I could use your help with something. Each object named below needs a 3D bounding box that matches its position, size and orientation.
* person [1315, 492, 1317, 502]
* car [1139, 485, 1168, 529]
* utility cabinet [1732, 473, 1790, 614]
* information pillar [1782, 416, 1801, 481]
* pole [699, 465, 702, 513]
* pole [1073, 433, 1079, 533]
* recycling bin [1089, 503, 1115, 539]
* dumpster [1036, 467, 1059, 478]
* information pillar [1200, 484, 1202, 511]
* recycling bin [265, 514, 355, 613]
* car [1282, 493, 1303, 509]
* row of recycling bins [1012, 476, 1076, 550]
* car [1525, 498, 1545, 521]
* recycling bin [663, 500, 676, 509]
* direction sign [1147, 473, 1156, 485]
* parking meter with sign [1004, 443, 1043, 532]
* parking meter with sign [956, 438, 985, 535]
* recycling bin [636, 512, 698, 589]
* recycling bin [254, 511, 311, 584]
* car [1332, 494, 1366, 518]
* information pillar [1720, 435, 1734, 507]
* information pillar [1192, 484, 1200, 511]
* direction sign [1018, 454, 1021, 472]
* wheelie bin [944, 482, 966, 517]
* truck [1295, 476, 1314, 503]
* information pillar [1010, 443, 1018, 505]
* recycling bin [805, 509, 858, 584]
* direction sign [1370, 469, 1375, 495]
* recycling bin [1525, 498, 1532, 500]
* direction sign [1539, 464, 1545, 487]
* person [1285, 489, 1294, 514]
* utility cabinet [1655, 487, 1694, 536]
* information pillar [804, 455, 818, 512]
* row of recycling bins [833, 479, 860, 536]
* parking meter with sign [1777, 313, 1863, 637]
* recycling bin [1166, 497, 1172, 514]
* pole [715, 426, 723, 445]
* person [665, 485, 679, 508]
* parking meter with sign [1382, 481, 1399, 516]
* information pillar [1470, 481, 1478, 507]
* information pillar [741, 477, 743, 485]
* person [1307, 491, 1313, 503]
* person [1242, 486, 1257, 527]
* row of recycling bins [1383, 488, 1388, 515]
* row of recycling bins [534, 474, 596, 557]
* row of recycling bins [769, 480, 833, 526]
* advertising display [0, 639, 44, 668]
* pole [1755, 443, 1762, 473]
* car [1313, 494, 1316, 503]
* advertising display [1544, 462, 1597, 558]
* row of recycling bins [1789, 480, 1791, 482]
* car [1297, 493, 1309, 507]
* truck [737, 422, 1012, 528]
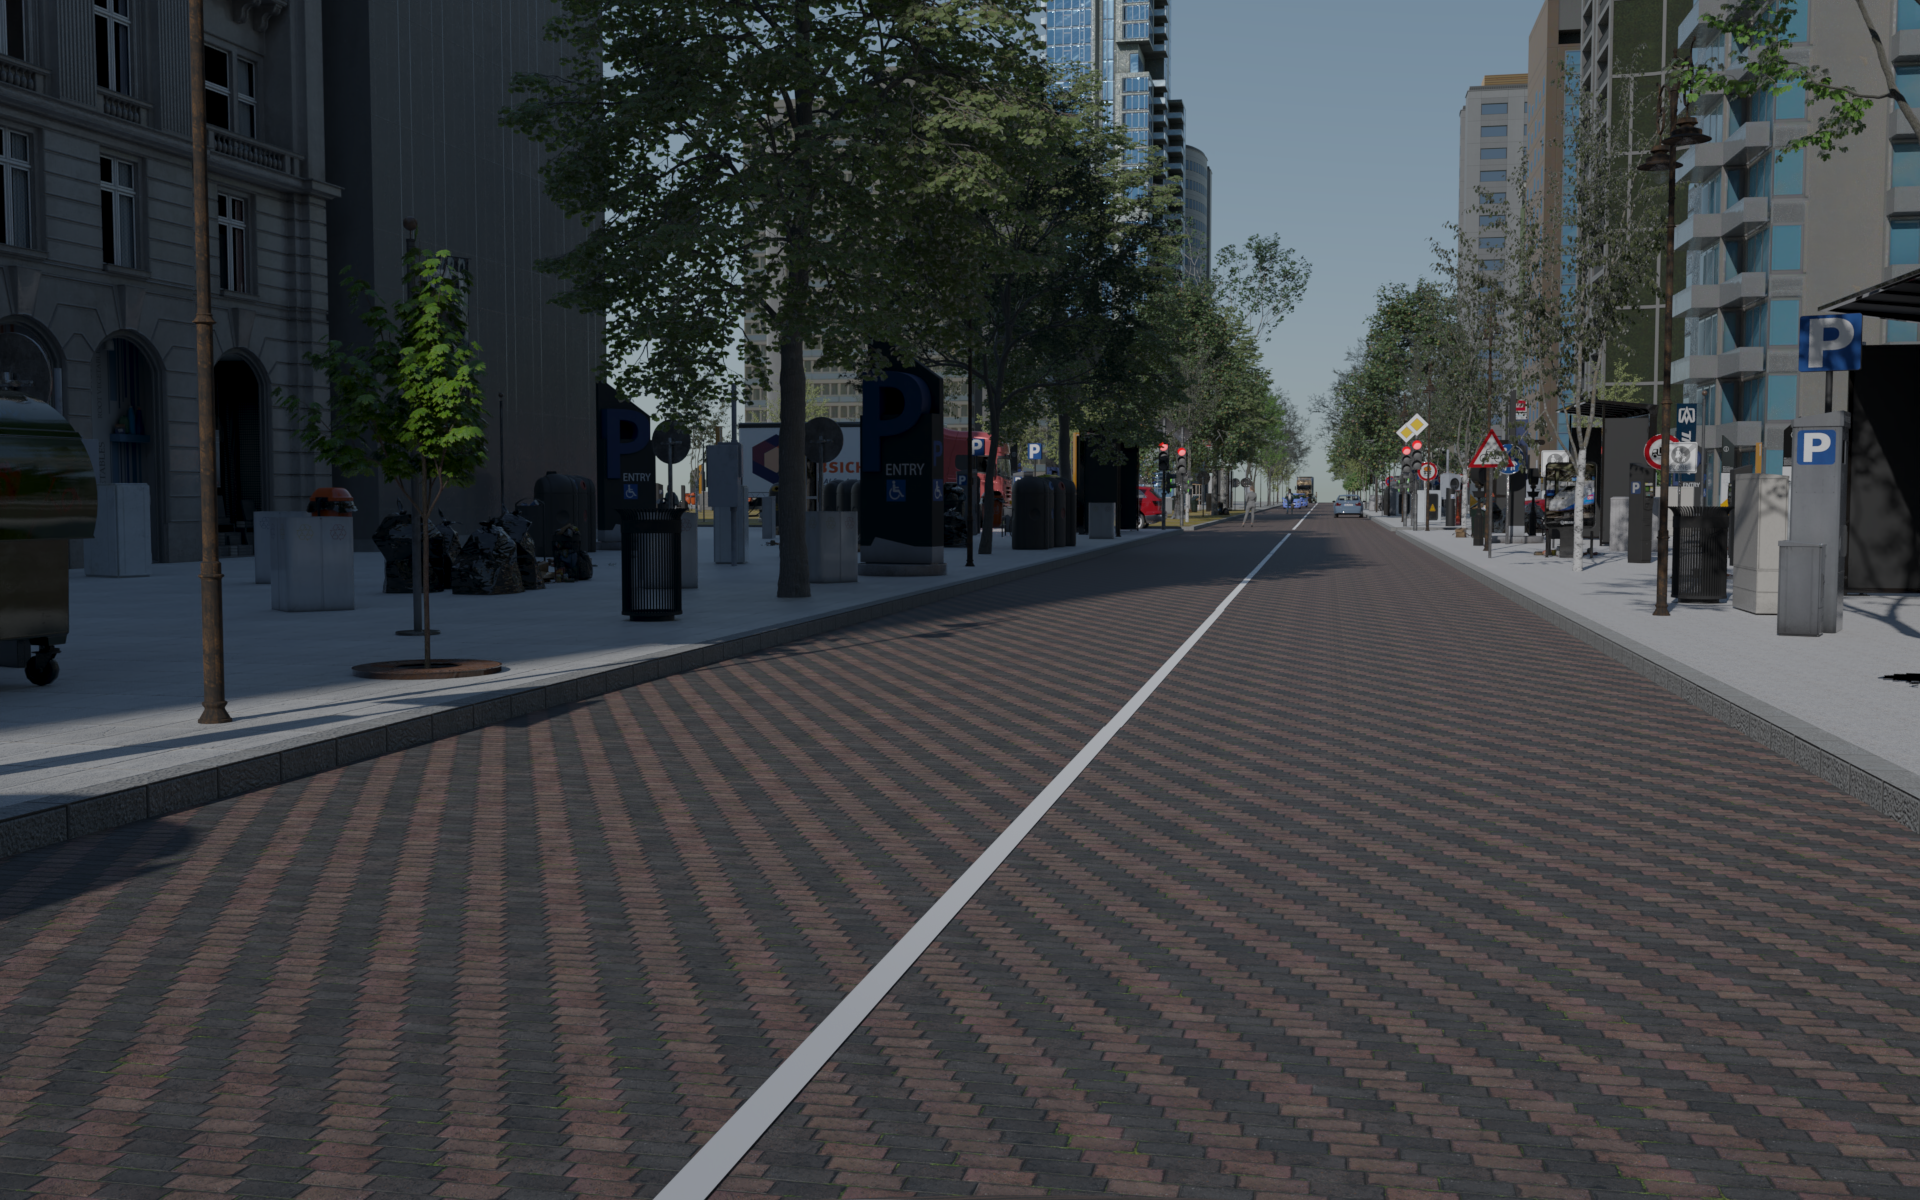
[{"bbox_3d":[61.194,-17.682,297.611,0.705,1.823,1.348,0,4,2],"label":"person"},{"bbox_3d":[5.346,-3.562,66.914,5.304,1.827,2.281,1,4,13],"label":"car"},{"bbox_3d":[8.695,-0.619,18.800,0.318,1.500,1.173,1,4,13],"label":"utility cabinet"},{"bbox_3d":[25.111,-3.728,52.305,0.183,3.616,0.504,-3,5,-42],"label":"information pillar"},{"bbox_3d":[-18.045,-7.740,120.398,0.158,3.312,0.155,0,3,0],"label":"pole"},{"bbox_3d":[3.859,-3.897,57.553,0.158,3.312,0.155,0,3,0],"label":"pole"},{"bbox_3d":[4.093,-2.282,49.862,0.722,1.027,0.722,1,4,9],"label":"recycling bin"},{"bbox_3d":[3.156,-3.673,62.548,1.502,2.255,1.985,1,4,12],"label":"dumpster"},{"bbox_3d":[18.252,-7.810,132.186,0.304,2.012,0.304,-3,5,-43],"label":"information pillar"},{"bbox_3d":[-7.184,-0.406,19.200,0.722,1.027,0.722,-3,4,-37],"label":"recycling bin"},{"bbox_3d":[31.454,-9.444,163.994,1.945,1.707,3.694,1,4,11],"label":"car"},{"bbox_3d":[1.987,-2.093,41.331,1.069,1.692,3.534,1,4,18],"label":"row of recycling bins"},{"bbox_3d":[22.606,-3.331,63.128,5.304,1.827,2.281,1,4,10],"label":"car"},{"bbox_3d":[-16.857,-5.348,99.994,0.722,1.027,0.722,-3,5,-43],"label":"recycling bin"},{"bbox_3d":[15.659,-9.178,142.050,0.876,3.537,0.379,3,4,38],"label":"direction sign"},{"bbox_3d":[2.120,-3.827,58.840,0.543,3.016,1.738,2,4,34],"label":"parking meter with sign"},{"bbox_3d":[0.178,-3.504,53.550,0.543,3.016,1.738,2,4,24],"label":"parking meter with sign"},{"bbox_3d":[-4.015,-0.684,23.735,0.722,1.027,0.722,-1,4,-20],"label":"recycling bin"},{"bbox_3d":[-9.759,-0.764,25.042,0.722,1.027,0.722,-1,4,-12],"label":"recycling bin"},{"bbox_3d":[23.621,-5.702,105.232,2.014,1.417,4.499,1,4,13],"label":"car"},{"bbox_3d":[30.334,-4.719,68.509,0.504,3.616,0.183,0,4,-3],"label":"information pillar"},{"bbox_3d":[17.242,-7.512,127.308,0.304,2.012,0.304,1,4,16],"label":"information pillar"},{"bbox_3d":[3.113,-6.528,98.728,0.876,3.537,0.379,-2,4,-32],"label":"direction sign"},{"bbox_3d":[-0.234,-2.380,46.820,0.693,1.594,0.980,2,4,30],"label":"wheelie bin"},{"bbox_3d":[55.373,-17.684,278.044,2.839,4.237,11.283,1,4,13],"label":"truck"},{"bbox_3d":[2.373,-5.294,77.911,0.504,3.616,0.183,1,4,18],"label":"information pillar"},{"bbox_3d":[-1.976,-0.776,25.247,0.722,1.027,0.722,-3,5,-43],"label":"recycling bin"},{"bbox_3d":[32.944,-8.936,138.092,0.876,3.537,0.379,-3,5,-41],"label":"direction sign"},{"bbox_3d":[36.927,-6.109,112.431,0.722,1.027,0.722,0,3,0],"label":"recycling bin"},{"bbox_3d":[44.577,-8.574,132.187,0.876,3.537,0.379,-1,4,-17],"label":"direction sign"},{"bbox_3d":[23.304,-6.950,122.113,0.794,1.824,0.713,3,4,36],"label":"person"},{"bbox_3d":[21.647,-2.687,52.617,1.173,1.500,0.318,2,4,27],"label":"utility cabinet"},{"bbox_3d":[-2.757,-1.629,31.132,0.304,2.012,0.304,-3,5,-43],"label":"information pillar"},{"bbox_3d":[-1.958,-2.663,50.648,3.534,1.692,1.069,3,4,38],"label":"row of recycling bins"},{"bbox_3d":[8.016,-1.220,16.205,0.543,3.016,1.738,2,4,32],"label":"parking meter with sign"},{"bbox_3d":[12.931,-5.929,109.500,0.722,1.027,0.722,3,5,45],"label":"recycling bin"},{"bbox_3d":[-7.212,-3.551,51.908,0.158,3.312,0.155,0,3,0],"label":"pole"},{"bbox_3d":[-12.063,-3.875,71.834,0.794,1.824,0.713,-2,4,-27],"label":"person"},{"bbox_3d":[25.647,-6.460,101.878,1.738,3.016,0.543,2,4,34],"label":"parking meter with sign"},{"bbox_3d":[28.836,-6.466,97.070,0.183,3.616,0.504,-3,4,-38],"label":"information pillar"},{"bbox_3d":[-8.081,-3.574,62.921,0.304,2.012,0.304,1,4,20],"label":"information pillar"},{"bbox_3d":[53.280,-15.649,263.999,1.348,1.869,0.705,-1,4,-13],"label":"person"},{"bbox_3d":[12.537,-4.051,75.014,0.520,1.790,0.573,-2,4,-28],"label":"person"},{"bbox_3d":[26.274,-6.011,105.391,1.069,1.692,3.534,1,4,13],"label":"row of recycling bins"},{"bbox_3d":[-8.400,-1.813,36.754,1.069,1.692,3.534,0,4,-4],"label":"row of recycling bins"},{"bbox_3d":[-5.424,-3.305,61.145,3.534,1.692,1.069,3,5,42],"label":"row of recycling bins"},{"bbox_3d":[-7.062,-0.466,12.825,0.974,1.923,0.123,2,4,31],"label":"advertising display"},{"bbox_3d":[31.623,-4.575,68.643,0.158,3.312,0.155,0,3,0],"label":"pole"},{"bbox_3d":[58.469,-17.024,288.570,2.015,1.641,3.980,1,4,14],"label":"car"},{"bbox_3d":[12.237,-1.806,34.735,0.974,1.923,0.123,2,4,25],"label":"advertising display"},{"bbox_3d":[20.680,-2.183,42.809,1.069,1.692,3.534,-2,4,-33],"label":"row of recycling bins"},{"bbox_3d":[36.762,-10.874,187.375,1.945,1.707,3.694,1,4,11],"label":"car"},{"bbox_3d":[-2.964,-4.838,68.009,11.283,4.237,2.839,1,4,11],"label":"truck"}]
